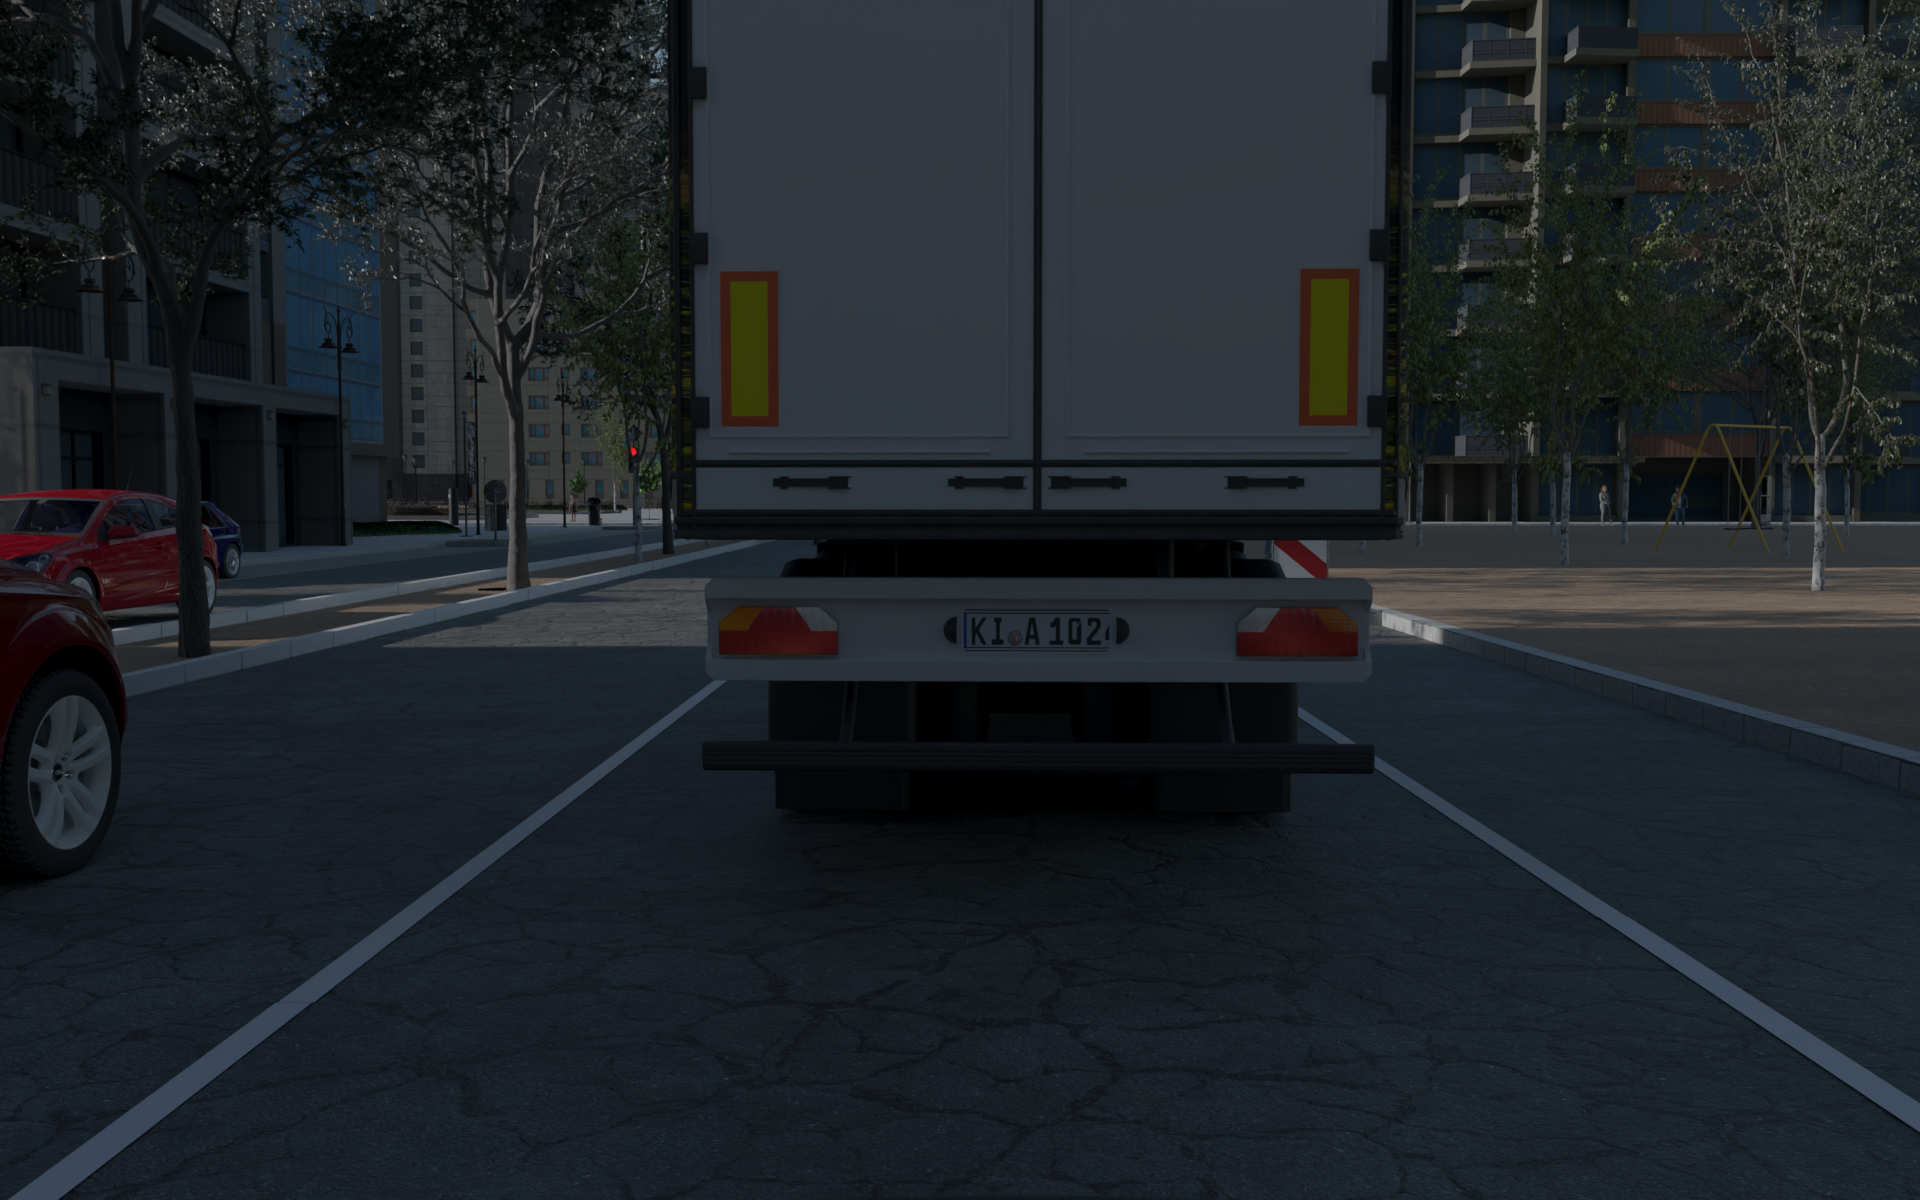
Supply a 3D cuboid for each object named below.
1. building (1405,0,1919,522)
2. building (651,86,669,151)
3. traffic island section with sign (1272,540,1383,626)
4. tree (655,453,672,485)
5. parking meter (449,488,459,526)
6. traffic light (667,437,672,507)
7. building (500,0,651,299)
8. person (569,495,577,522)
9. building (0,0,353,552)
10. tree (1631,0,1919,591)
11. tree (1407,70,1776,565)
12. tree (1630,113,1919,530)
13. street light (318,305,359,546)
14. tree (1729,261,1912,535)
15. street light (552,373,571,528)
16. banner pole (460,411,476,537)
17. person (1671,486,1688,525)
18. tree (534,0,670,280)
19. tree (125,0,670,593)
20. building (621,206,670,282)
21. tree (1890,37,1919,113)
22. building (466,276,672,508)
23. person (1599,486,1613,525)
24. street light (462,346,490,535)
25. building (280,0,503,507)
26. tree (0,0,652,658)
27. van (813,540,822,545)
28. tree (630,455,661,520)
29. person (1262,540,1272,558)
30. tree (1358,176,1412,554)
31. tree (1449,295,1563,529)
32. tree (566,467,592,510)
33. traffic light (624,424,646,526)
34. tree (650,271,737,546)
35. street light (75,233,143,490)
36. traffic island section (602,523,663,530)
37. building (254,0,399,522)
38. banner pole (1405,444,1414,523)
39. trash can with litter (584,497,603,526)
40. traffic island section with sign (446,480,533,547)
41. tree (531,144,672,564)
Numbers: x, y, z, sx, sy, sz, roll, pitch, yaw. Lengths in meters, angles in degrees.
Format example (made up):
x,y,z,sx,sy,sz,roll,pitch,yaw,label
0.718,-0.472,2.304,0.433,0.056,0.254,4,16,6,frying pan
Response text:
x,y,z,sx,sy,sz,roll,pitch,yaw,label
32.916,-26.479,87.557,28.867,44.769,22.147,0,4,0,building
-40.127,-43.133,247.220,28.212,58.520,21.231,0,4,0,building
3.630,-0.685,19.824,1.989,1.847,2.006,0,4,0,traffic island section with sign
-20.022,-8.460,122.030,4.285,4.588,4.351,0,3,0,tree
-20.588,-3.793,70.432,0.372,1.533,0.369,0,3,0,parking meter
-10.958,-6.297,77.618,4.771,5.953,1.251,0,4,0,traffic light
-50.337,-47.635,217.083,20.611,71.187,20.563,0,4,0,building
-17.949,-4.259,80.347,0.362,1.253,0.373,1,4,19,person
-25.542,-36.626,37.082,20.563,71.187,20.611,0,4,0,building
11.219,-4.419,22.614,4.360,8.622,3.978,0,3,0,tree
11.196,-4.945,31.218,4.737,8.622,4.395,0,3,0,tree
29.006,-9.303,62.480,12.009,13.543,11.850,0,3,0,tree
-15.214,-4.268,42.563,0.468,5.910,1.993,0,4,0,street light
27.307,-6.303,53.417,4.737,8.622,4.395,0,3,0,tree
-15.162,-5.717,66.265,0.468,5.910,1.993,0,4,0,street light
-14.840,-3.815,52.389,0.401,3.779,0.863,1,4,14,banner pole
29.673,-3.828,71.439,0.623,1.781,0.721,1,4,12,person
-7.847,-12.390,60.923,12.611,20.169,13.585,0,3,0,tree
-6.477,-6.861,24.997,12.009,13.543,11.850,0,3,0,tree
-28.059,-31.805,211.895,23.993,40.220,32.217,0,4,0,building
26.504,-8.203,44.491,12.009,13.543,11.850,0,3,0,tree
-29.854,-19.758,168.084,27.650,21.520,28.899,0,4,0,building
27.592,-3.979,73.834,0.520,1.790,0.573,-3,4,-37,person
-15.104,-4.975,54.125,0.468,5.910,1.993,0,4,0,street light
-70.949,-47.620,216.836,20.611,71.187,20.563,0,4,0,building
-6.678,-4.791,15.201,8.767,10.594,7.601,0,4,0,tree
-3.302,-2.638,50.149,2.013,2.044,4.112,0,4,0,van
-15.655,-5.617,86.447,1.663,3.219,1.824,0,3,0,tree
6.302,-1.723,34.206,0.713,1.824,0.794,-1,4,-16,person
8.677,-5.307,37.129,4.737,8.622,4.395,0,3,0,tree
20.068,-6.908,63.305,4.360,8.622,3.978,0,3,0,tree
-27.155,-7.844,122.846,1.663,3.219,1.824,0,3,0,tree
-13.081,-4.935,69.606,0.839,4.253,0.868,0,4,0,traffic light
-6.889,-5.774,47.224,4.360,8.622,3.978,0,3,0,tree
-15.157,-3.560,31.000,0.468,5.910,1.993,0,4,0,street light
-13.121,-2.903,69.741,2.009,0.180,2.903,0,4,0,traffic island section
-28.947,-25.029,59.336,14.200,45.320,14.600,0,4,0,building
19.685,-5.298,76.637,0.863,3.779,0.401,1,4,10,banner pole
-14.827,-3.596,70.179,0.624,1.170,1.055,0,4,-2,trash can with litter
-12.876,-2.386,47.636,1.989,1.847,2.006,0,4,0,traffic island section with sign
-6.525,-5.020,34.897,4.737,8.622,4.395,0,3,0,tree
